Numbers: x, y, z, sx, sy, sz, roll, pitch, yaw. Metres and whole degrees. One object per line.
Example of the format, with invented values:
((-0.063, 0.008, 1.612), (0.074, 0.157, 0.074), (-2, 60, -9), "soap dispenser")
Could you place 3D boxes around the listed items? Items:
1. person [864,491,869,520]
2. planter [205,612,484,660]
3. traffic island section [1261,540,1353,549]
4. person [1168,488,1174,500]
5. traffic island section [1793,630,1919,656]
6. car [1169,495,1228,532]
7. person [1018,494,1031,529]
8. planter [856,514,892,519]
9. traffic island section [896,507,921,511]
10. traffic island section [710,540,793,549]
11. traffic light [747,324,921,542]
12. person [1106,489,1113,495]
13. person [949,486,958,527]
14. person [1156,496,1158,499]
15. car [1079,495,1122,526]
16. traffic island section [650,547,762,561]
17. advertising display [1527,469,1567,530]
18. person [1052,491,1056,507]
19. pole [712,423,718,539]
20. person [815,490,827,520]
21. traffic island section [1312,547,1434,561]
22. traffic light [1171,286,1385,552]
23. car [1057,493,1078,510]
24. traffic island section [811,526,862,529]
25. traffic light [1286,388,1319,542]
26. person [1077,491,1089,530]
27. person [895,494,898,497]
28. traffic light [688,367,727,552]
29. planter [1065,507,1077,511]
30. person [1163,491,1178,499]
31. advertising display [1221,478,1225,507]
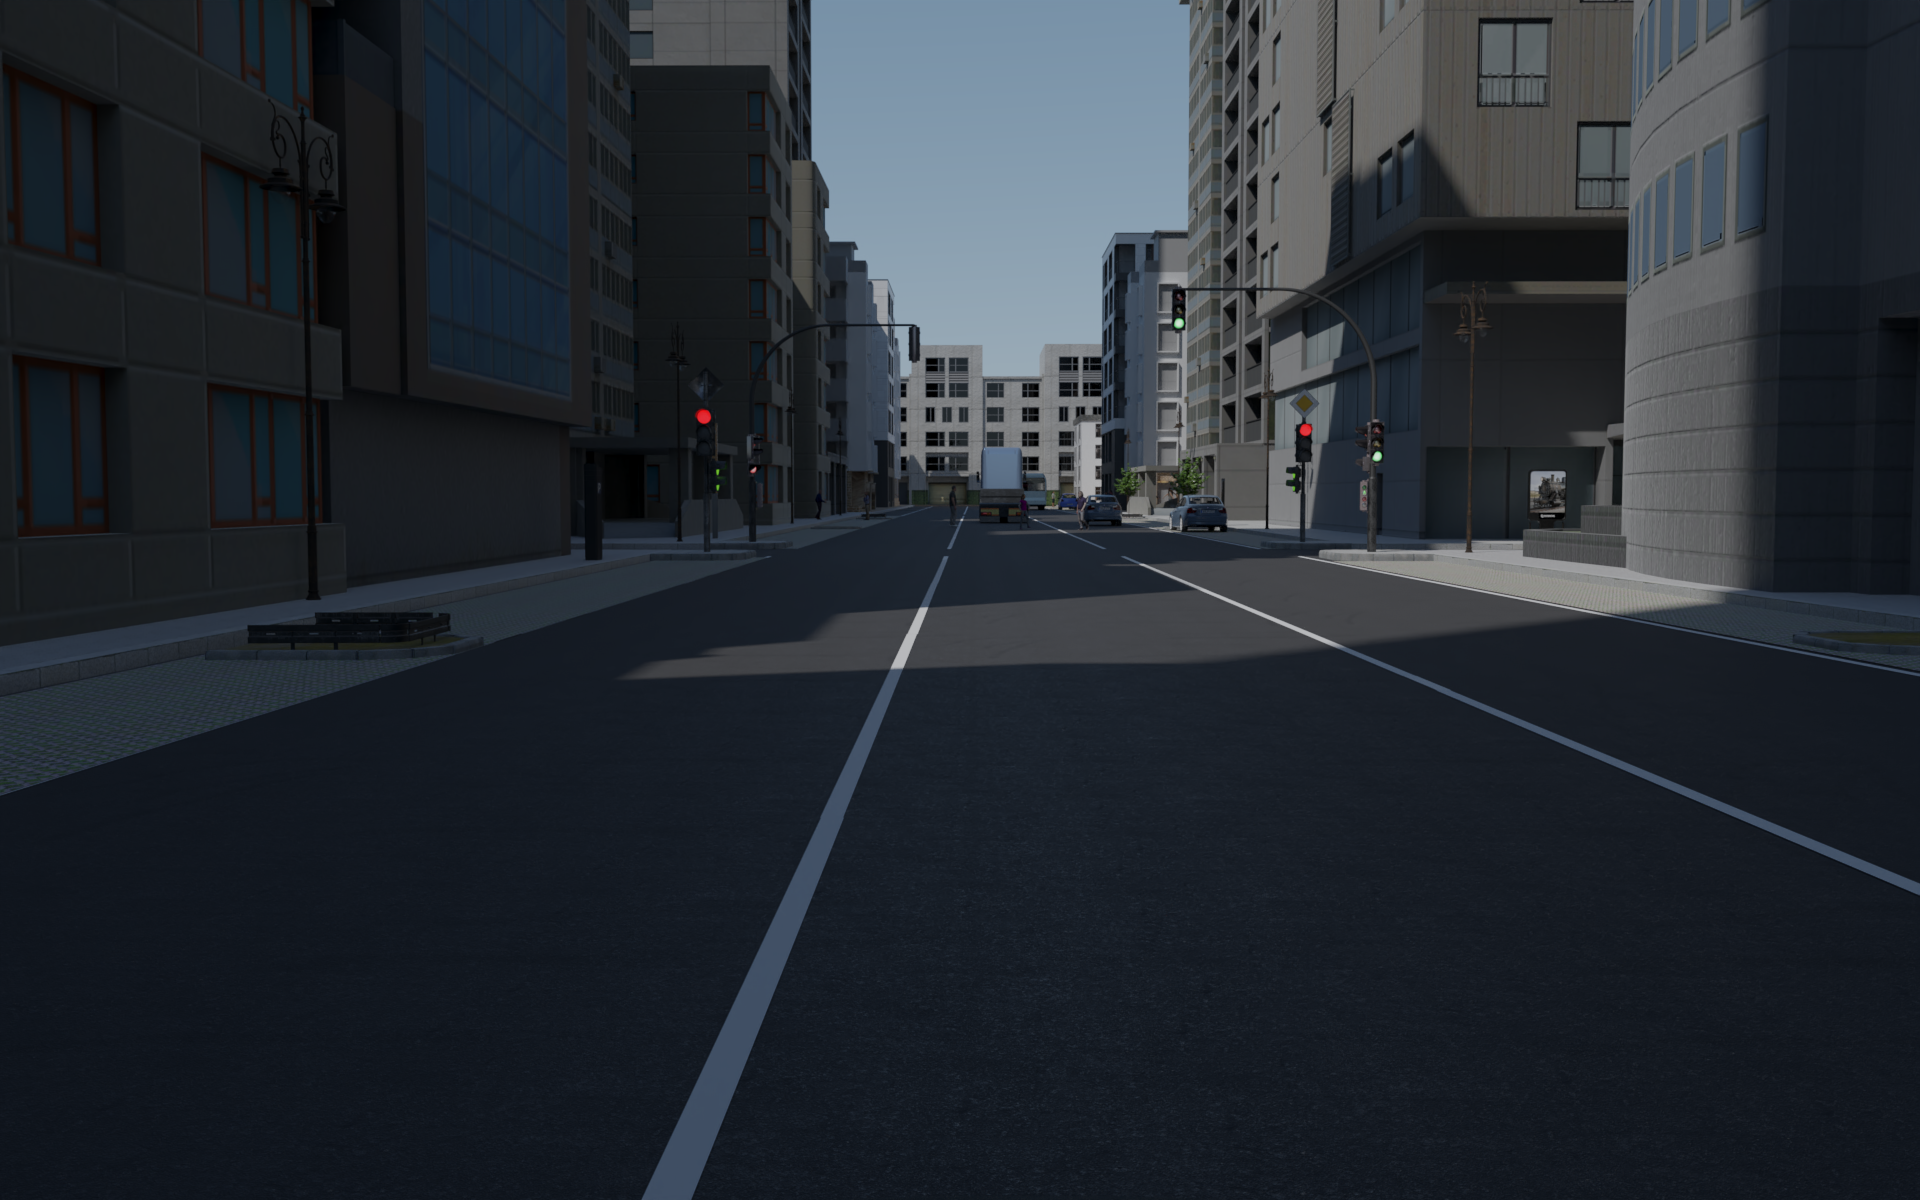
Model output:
((-5.121, -5.147, 94.724), (0.319, 1.574, 0.516), (-1, 4, -13), "person")
((-5.481, 0.325, 15.819), (1.991, 0.319, 1.994), (0, 4, 0), "planter")
((9.184, -1.471, 46.337), (2.009, 0.180, 2.903), (0, 4, 0), "traffic island section")
((14.970, -7.096, 122.778), (0.721, 1.735, 1.217), (-1, 4, -8), "person")
((8.950, 0.410, 16.161), (1.991, 0.108, 1.994), (0, 4, 0), "traffic island section")
((9.120, -3.315, 66.208), (2.014, 1.417, 4.499), (0, 4, -1), "car")
((2.694, -3.590, 70.432), (0.726, 1.435, 0.776), (-3, 4, -38), "person")
((-4.860, -4.713, 98.205), (1.991, 0.319, 1.994), (0, 4, 0), "planter")
((-4.481, -7.669, 148.254), (1.991, 0.108, 1.994), (0, 4, 0), "traffic island section")
((-5.577, -1.478, 46.453), (2.009, 0.180, 2.903), (0, 4, 0), "traffic island section")
((-3.445, -4.383, 46.337), (4.771, 5.953, 1.251), (0, 4, 0), "traffic light")
((11.580, -7.757, 134.335), (0.593, 1.643, 0.415), (-1, 4, -13), "person")
((-0.263, -4.152, 76.510), (0.434, 1.807, 0.598), (0, 4, -1), "person")
((13.711, -7.192, 123.649), (0.705, 1.821, 1.348), (3, 5, 41), "person")
((6.432, -4.122, 79.401), (2.014, 1.417, 4.499), (0, 3, 0), "car")
((-5.637, -0.990, 38.468), (2.009, 0.180, 2.903), (0, 4, 0), "traffic island section")
((15.307, -2.444, 45.175), (0.974, 1.923, 0.123), (0, 4, 2), "advertising display")
((10.371, -11.108, 190.901), (0.721, 1.735, 1.217), (1, 4, 20), "person")
((-7.070, -3.431, 49.947), (0.158, 3.312, 0.155), (0, 3, 0), "pole")
((-7.003, -4.793, 87.098), (0.600, 1.496, 0.574), (0, 4, -2), "person")
((9.123, -0.983, 38.352), (2.009, 0.180, 2.903), (0, 4, 0), "traffic island section")
((6.991, -3.880, 38.113), (4.771, 5.953, 1.251), (0, 4, 0), "traffic light")
((9.802, -9.006, 156.838), (1.945, 1.707, 3.694), (0, 4, -1), "car")
((-5.065, -2.954, 71.167), (1.991, 0.108, 1.994), (0, 4, 0), "traffic island section")
((9.144, -3.505, 46.223), (0.839, 4.253, 0.868), (0, 4, 0), "traffic light")
((4.860, -3.520, 68.254), (0.471, 1.553, 0.569), (0, 4, -4), "person")
((-7.075, -10.680, 181.379), (1.217, 1.735, 0.721), (-1, 4, -17), "person")
((-5.597, -3.022, 38.333), (0.839, 4.253, 0.868), (0, 4, 0), "traffic light")
((9.959, -7.769, 148.159), (1.991, 0.319, 1.994), (0, 4, 0), "planter")
((15.112, -7.178, 124.125), (1.217, 1.735, 0.721), (-1, 4, -14), "person")
((10.776, -4.023, 70.992), (0.123, 1.923, 0.974), (0, 4, 7), "advertising display")
